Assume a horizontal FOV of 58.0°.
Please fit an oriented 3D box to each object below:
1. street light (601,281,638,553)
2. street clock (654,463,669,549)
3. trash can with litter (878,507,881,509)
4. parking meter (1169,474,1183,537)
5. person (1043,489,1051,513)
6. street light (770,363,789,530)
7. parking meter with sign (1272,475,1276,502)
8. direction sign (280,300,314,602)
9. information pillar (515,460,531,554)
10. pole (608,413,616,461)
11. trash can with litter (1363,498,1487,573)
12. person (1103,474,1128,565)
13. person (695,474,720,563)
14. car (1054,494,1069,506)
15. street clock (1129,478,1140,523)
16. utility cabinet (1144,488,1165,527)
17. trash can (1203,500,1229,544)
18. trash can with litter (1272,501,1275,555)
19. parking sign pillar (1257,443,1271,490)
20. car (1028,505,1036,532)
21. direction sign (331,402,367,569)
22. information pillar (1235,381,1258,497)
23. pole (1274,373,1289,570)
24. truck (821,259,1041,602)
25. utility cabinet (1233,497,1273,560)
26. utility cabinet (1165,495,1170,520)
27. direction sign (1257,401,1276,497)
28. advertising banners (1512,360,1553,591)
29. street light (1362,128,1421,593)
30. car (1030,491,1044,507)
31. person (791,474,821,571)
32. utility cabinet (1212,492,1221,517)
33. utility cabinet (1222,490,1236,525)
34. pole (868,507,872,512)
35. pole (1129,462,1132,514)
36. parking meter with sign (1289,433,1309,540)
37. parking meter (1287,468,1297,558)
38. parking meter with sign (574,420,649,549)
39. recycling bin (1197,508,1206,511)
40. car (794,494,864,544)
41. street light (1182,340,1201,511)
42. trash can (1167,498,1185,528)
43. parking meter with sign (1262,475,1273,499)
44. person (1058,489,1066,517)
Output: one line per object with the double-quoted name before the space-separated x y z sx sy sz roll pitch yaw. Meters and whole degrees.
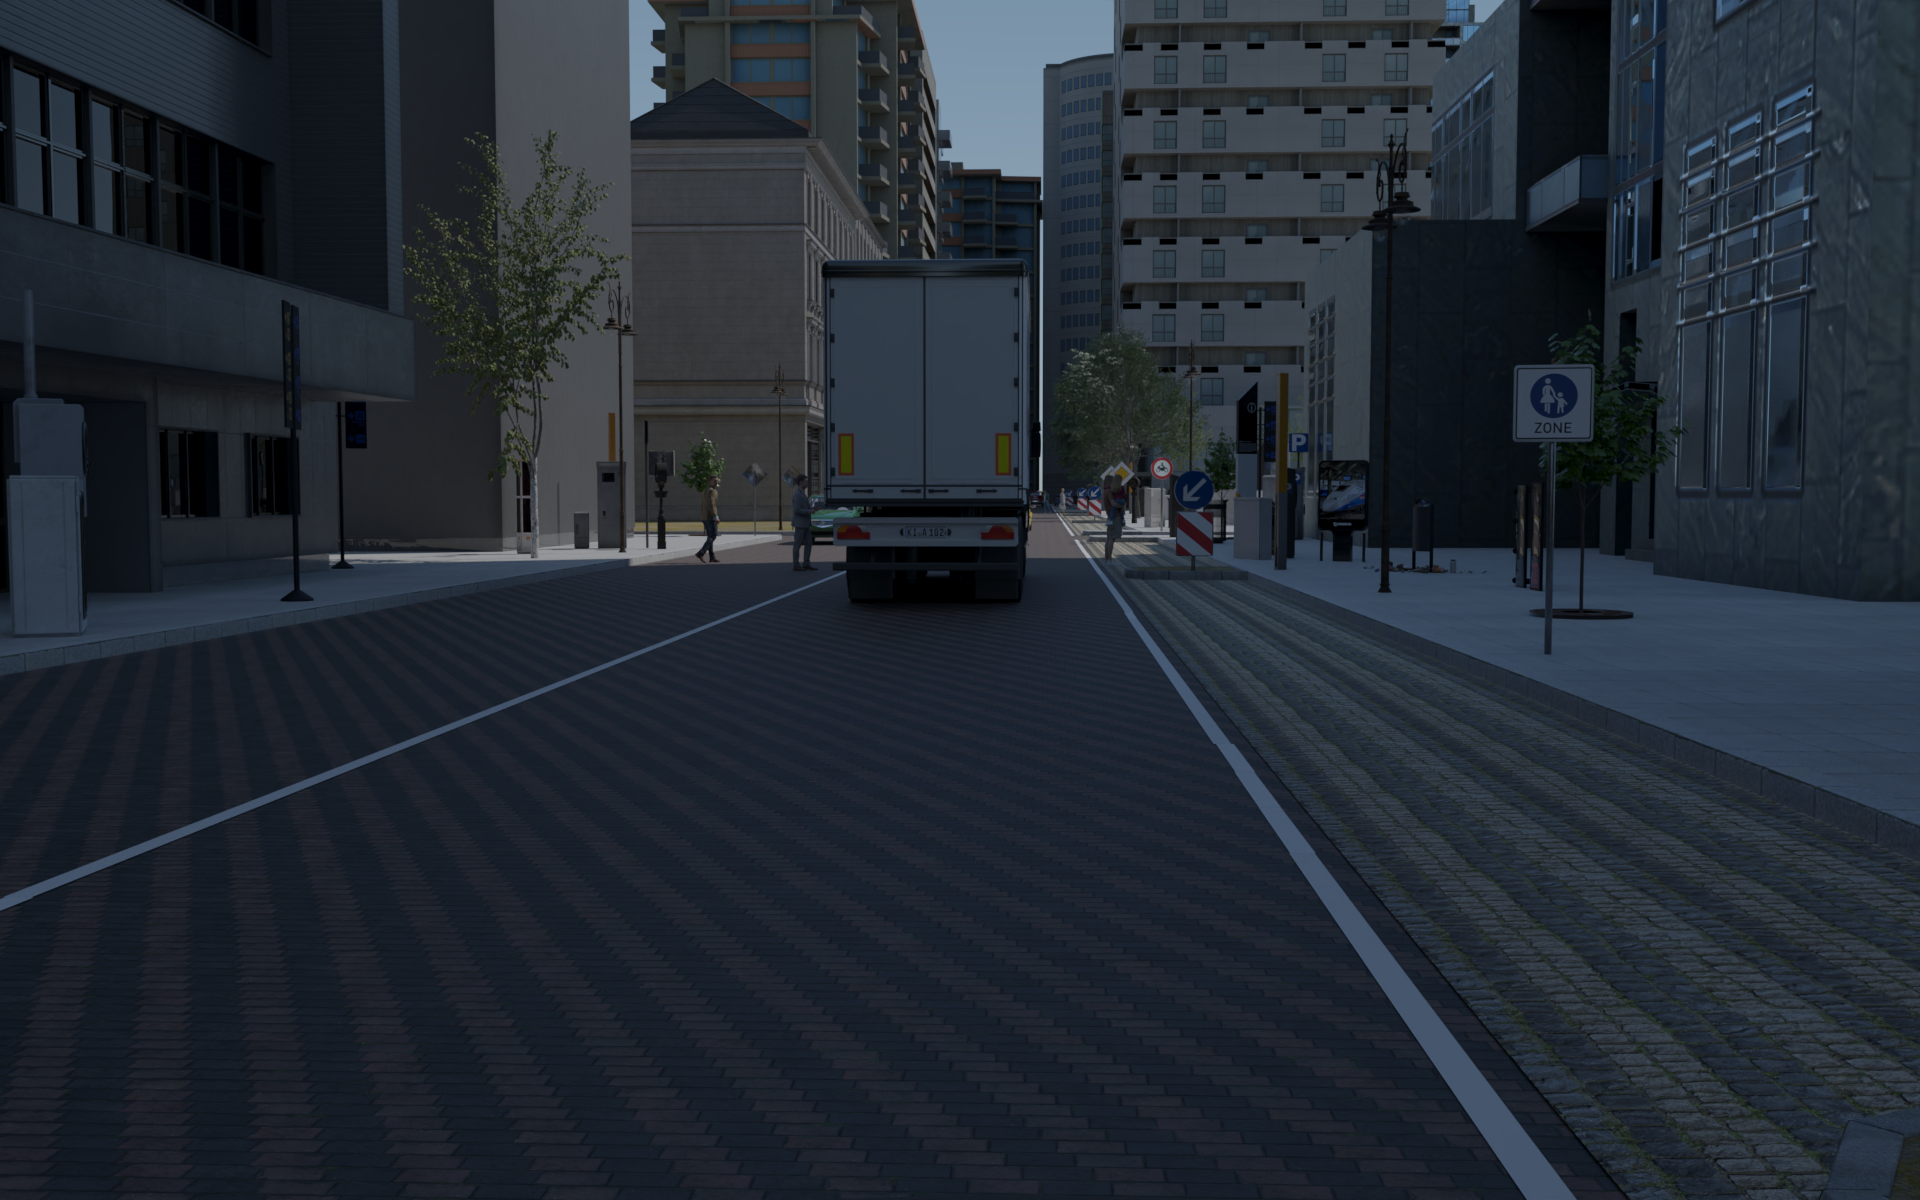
"street light" -7.398 -3.975 37.785 0.468 5.910 1.993 0 4 3
"street clock" -6.948 -2.184 40.283 0.358 2.002 0.471 -1 4 -18
"trash can with litter" -4.581 -5.291 97.893 0.624 1.170 1.055 0 4 5
"parking meter" 6.419 -2.785 51.254 0.399 1.863 0.255 -1 4 -12
"person" 6.435 -7.381 129.530 0.623 1.781 0.721 2 4 35
"street light" -6.357 -5.408 61.217 0.468 5.910 1.993 0 4 3
"parking meter with sign" 12.462 -4.147 64.060 1.738 3.016 0.543 -3 4 -36
"direction sign" -7.962 -1.755 20.698 0.379 3.537 0.876 -1 4 -10
"information pillar" -9.313 -1.994 37.092 0.304 2.012 0.304 -2 4 -35
"pole" -8.731 -3.037 43.502 0.158 3.312 0.155 0 3 0
"trash can with litter" 7.578 -1.088 28.843 1.678 1.210 2.233 -1 4 -19
"person" 3.079 -1.605 34.722 0.580 1.828 0.573 3 4 38
"person" -5.199 -1.688 36.011 0.656 1.842 0.836 2 4 31
"car" 11.921 -11.679 202.950 2.014 1.417 4.499 0 4 3
"street clock" 7.627 -4.353 75.745 0.471 2.002 0.358 2 4 34
"utility cabinet" 7.479 -3.529 66.375 0.318 1.500 1.173 2 4 34
"trash can" 6.613 -2.038 44.973 0.748 1.137 0.748 0 3 0
"trash can with litter" 6.671 -1.550 36.723 0.624 1.170 1.055 -1 4 -14
"parking sign pillar" 15.778 -6.268 90.950 1.447 3.967 1.447 -1 4 -22
"car" 1.889 -3.460 66.791 2.015 1.641 3.980 0 4 4
"direction sign" -10.621 -2.305 29.691 0.876 3.537 0.379 -1 4 -22
"information pillar" 5.944 -2.723 35.872 0.504 3.616 0.183 -2 4 -25
"pole" 5.433 -2.167 29.267 0.158 3.312 0.155 0 3 0
"truck" -0.178 -2.287 26.314 2.839 4.237 11.283 0 4 3
"utility cabinet" 5.775 -1.406 34.156 0.306 1.237 1.020 -1 4 -21
"utility cabinet" 10.021 -4.513 84.947 1.020 1.237 0.306 -1 4 -21
"direction sign" 7.324 -3.078 42.324 0.876 3.537 0.379 1 4 10
"advertising banners" 7.676 -1.640 23.001 0.090 3.025 2.074 0 4 3
"street light" 5.537 -3.034 22.400 0.468 5.910 1.993 0 4 3
"car" 8.636 -11.564 197.746 2.281 1.827 5.304 0 4 3
"person" -2.876 -1.448 32.373 0.583 1.804 0.606 0 3 0
"utility cabinet" 14.058 -5.240 94.349 1.173 1.500 0.318 1 4 18
"utility cabinet" 11.209 -3.766 70.246 0.318 1.500 1.173 -2 4 -24
"pole" -5.122 -6.393 98.369 0.158 3.312 0.155 0 3 0
"pole" 10.953 -7.179 111.218 0.158 3.312 0.155 0 3 0
"parking meter with sign" 9.468 -3.216 48.846 0.543 3.016 1.738 1 4 16
"parking meter" 6.524 -1.769 34.642 0.399 1.863 0.255 0 4 -2
"parking meter with sign" -8.227 -2.726 40.837 1.738 3.016 0.543 -1 4 -11
"recycling bin" 10.850 -4.072 79.137 0.722 1.027 0.722 0 4 6
"car" -3.763 -2.383 50.756 2.131 1.459 4.920 0 4 2
"street light" 6.933 -4.845 51.995 0.468 5.910 1.993 0 4 3
"trash can" 7.798 -3.099 62.320 0.748 1.137 0.748 0 3 0
"parking meter with sign" 12.552 -4.492 69.701 1.738 3.016 0.543 1 4 20
"person" 6.444 -6.165 109.651 0.624 1.780 0.694 0 4 -6
